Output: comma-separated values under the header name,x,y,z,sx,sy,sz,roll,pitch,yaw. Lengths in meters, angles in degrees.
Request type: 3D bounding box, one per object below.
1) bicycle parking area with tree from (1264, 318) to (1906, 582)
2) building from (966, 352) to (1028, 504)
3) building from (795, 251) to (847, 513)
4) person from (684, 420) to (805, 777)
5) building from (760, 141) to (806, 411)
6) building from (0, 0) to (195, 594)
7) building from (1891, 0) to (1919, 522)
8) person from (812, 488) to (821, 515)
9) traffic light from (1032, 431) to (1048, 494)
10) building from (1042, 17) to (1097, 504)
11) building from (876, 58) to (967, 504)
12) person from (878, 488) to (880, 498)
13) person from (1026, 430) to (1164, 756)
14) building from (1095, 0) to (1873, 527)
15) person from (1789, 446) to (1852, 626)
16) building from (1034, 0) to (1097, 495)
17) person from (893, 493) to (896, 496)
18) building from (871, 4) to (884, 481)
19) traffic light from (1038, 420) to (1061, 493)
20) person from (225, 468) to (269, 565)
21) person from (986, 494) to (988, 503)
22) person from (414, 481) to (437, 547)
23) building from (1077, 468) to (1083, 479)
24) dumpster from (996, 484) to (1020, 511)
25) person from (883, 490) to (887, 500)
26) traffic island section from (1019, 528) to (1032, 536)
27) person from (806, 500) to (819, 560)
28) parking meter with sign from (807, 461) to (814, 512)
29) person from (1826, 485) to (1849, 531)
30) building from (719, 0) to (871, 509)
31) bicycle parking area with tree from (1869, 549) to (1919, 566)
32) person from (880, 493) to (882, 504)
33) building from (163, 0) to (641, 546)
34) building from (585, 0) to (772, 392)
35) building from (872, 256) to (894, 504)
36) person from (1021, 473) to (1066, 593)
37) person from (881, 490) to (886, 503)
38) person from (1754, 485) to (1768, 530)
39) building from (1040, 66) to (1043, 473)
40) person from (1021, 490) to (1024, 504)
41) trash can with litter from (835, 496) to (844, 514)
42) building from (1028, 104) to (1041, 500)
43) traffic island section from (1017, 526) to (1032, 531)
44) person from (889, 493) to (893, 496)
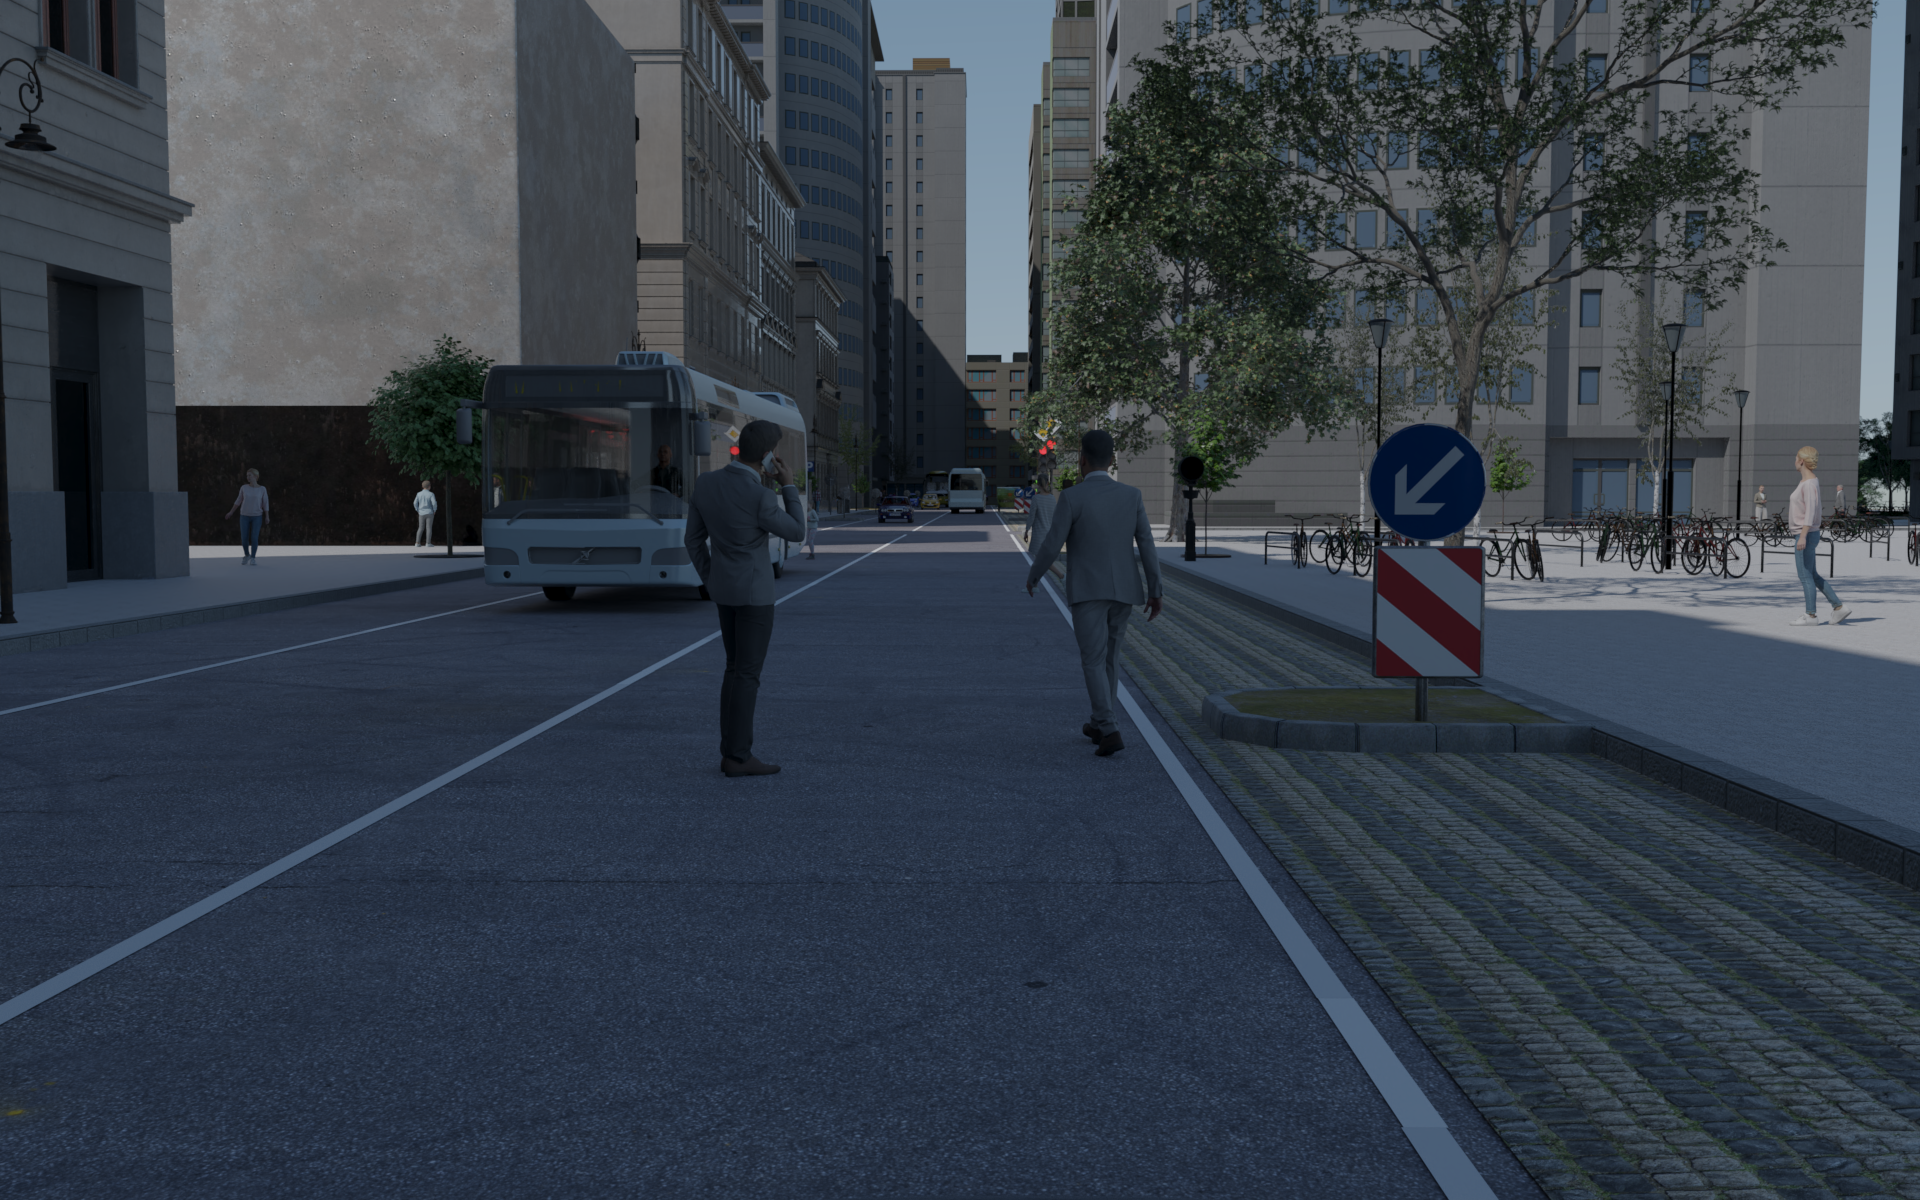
name,x,y,z,sx,sy,sz,roll,pitch,yaw
bicycle parking area with tree,9.462,-2.570,29.022,8.231,4.147,9.016,0,4,5
building,15.405,-24.207,240.823,28.899,21.520,27.650,0,4,1
building,-14.080,-15.878,124.227,10.561,19.102,19.286,0,4,1
person,-1.096,-0.011,8.861,0.473,1.802,0.592,-3,4,-38
building,-15.615,-16.766,102.995,11.050,23.489,19.941,0,4,1
building,-18.412,-13.934,15.214,14.401,28.519,23.554,0,4,1
building,49.784,-18.389,72.359,14.107,30.474,14.160,0,4,1
person,-8.935,-6.176,107.863,0.563,1.720,0.643,1,4,14
traffic light,3.221,-4.811,67.581,0.839,4.253,0.868,0,4,1
building,14.856,-28.691,152.693,14.154,41.232,14.086,0,4,1
building,-13.179,-42.554,237.750,28.212,58.520,21.231,0,4,1
person,-7.851,-9.816,166.549,0.705,1.821,1.348,-1,4,-17
person,0.775,-0.056,9.686,0.678,1.792,0.850,-1,4,-18
building,20.676,-32.637,75.611,28.212,58.520,21.231,0,4,1
person,8.377,-0.621,16.869,0.598,1.740,0.731,1,4,16
building,18.509,-45.629,184.293,20.563,71.187,20.611,0,4,1
person,-7.525,-11.518,197.582,0.991,1.433,0.599,1,4,9
building,-22.994,-36.388,184.178,28.713,52.752,27.495,0,4,1
traffic light,3.116,-4.323,59.597,0.839,4.253,0.868,0,4,1
person,-12.891,-1.505,31.326,0.731,1.740,0.598,-1,4,-23
person,3.286,-12.492,215.971,0.421,1.427,0.697,0,4,-7
person,-12.907,-2.082,41.894,0.589,1.601,0.330,1,4,15
building,23.887,-25.975,116.573,32.217,40.220,23.993,0,4,1
dumpster,4.218,-9.092,153.602,1.985,2.255,1.502,0,4,1
person,-8.124,-11.137,188.659,0.750,1.759,0.617,1,4,20
traffic island section,3.156,-2.289,59.710,2.009,0.180,2.903,0,4,1
person,-3.278,-1.541,37.973,0.425,1.301,0.394,2,4,35
parking meter with sign,-8.148,-5.837,91.688,0.543,3.016,1.738,0,4,7
person,32.636,-3.392,64.359,0.834,1.777,0.661,1,4,20
building,-19.387,-37.563,156.150,21.231,58.520,28.212,0,4,1
bicycle parking area with tree,20.596,-2.667,30.605,8.231,4.147,9.016,2,4,31
person,-8.110,-10.278,175.020,0.436,1.711,0.756,2,4,27
building,-18.980,-11.198,50.539,16.811,18.784,16.820,0,4,1
building,-16.382,-17.314,80.345,12.463,27.353,25.104,0,4,1
building,-15.113,-26.862,210.897,14.107,30.474,14.160,0,4,1
person,1.242,-0.964,25.016,0.760,1.731,0.466,1,4,19
person,-9.057,-11.931,201.214,1.348,1.812,0.705,-2,4,-33
person,30.043,-3.416,64.908,0.519,1.759,0.362,0,4,-5
building,14.763,-29.603,167.596,14.154,41.232,14.086,0,4,1
person,7.159,-11.655,197.263,0.551,1.740,0.621,1,4,11
trash can with litter,-7.827,-6.204,112.823,0.624,1.170,1.055,0,4,-3
building,19.032,-35.617,206.045,21.300,48.544,21.600,0,4,1
traffic island section,3.261,-2.778,67.694,2.009,0.180,2.903,0,4,1
person,-7.355,-10.647,183.353,0.421,1.427,0.697,1,4,14
